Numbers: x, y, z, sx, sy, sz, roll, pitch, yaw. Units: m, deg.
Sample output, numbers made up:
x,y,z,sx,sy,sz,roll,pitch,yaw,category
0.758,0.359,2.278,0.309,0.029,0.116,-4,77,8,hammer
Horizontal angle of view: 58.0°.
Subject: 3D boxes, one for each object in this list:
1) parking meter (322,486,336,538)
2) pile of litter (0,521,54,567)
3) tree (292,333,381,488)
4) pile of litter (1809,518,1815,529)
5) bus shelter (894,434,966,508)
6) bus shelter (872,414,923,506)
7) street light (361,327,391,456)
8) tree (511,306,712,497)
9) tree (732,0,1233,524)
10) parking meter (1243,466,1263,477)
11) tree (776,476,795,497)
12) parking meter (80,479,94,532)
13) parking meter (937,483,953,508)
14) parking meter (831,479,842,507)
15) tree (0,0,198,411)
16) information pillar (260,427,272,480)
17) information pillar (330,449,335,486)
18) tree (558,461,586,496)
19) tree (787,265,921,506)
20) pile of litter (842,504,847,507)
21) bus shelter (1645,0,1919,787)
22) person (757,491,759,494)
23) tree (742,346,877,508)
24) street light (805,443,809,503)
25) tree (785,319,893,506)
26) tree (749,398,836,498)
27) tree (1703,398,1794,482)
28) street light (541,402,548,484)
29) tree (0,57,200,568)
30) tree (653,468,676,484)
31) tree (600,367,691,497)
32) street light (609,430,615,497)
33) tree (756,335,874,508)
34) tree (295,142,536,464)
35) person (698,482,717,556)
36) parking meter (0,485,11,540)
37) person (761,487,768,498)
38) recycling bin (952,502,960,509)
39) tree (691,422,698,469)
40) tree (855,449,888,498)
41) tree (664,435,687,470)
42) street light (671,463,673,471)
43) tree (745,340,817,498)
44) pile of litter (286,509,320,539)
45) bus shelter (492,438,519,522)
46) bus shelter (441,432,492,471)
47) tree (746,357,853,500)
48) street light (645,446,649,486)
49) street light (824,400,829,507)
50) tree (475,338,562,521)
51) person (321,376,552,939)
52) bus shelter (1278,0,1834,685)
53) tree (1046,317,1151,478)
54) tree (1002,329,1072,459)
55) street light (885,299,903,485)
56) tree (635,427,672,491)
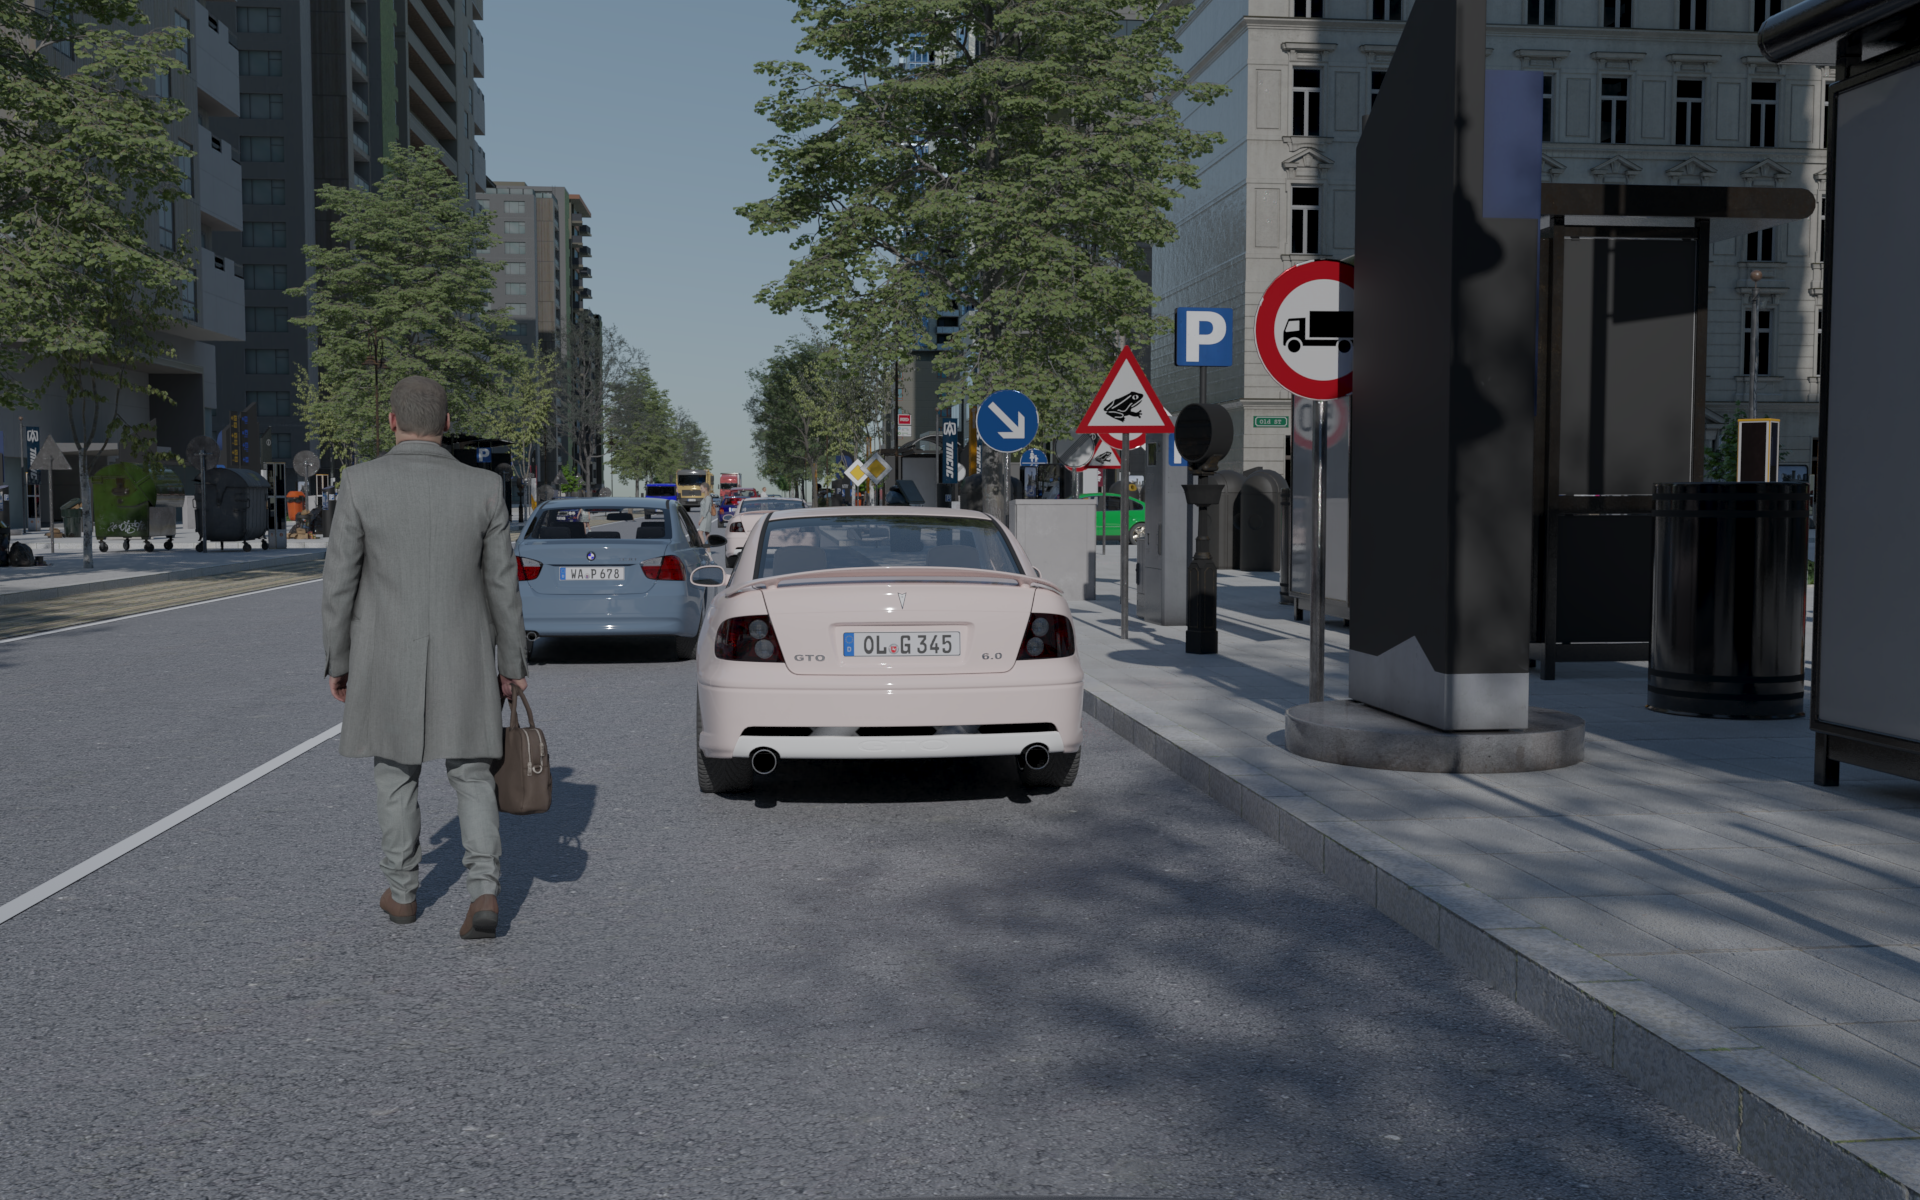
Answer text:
x,y,z,sx,sy,sz,roll,pitch,yaw,category
-18.649,-2.616,51.188,0.372,1.533,0.369,0,3,0,parking meter
-17.056,-1.019,30.634,1.719,0.858,1.176,-1,4,-10,pile of litter
-27.043,-7.691,76.109,4.737,8.622,4.395,0,3,0,tree
31.003,-3.033,63.558,1.176,0.858,1.719,-1,4,-12,pile of litter
-1.110,-4.124,61.350,2.014,3.302,5.546,0,4,-7,bus shelter
-3.204,-6.514,84.140,2.179,5.291,8.768,0,4,-7,bus shelter
-16.159,-4.604,48.057,0.468,5.910,1.993,0,4,-6,street light
-24.616,-12.456,114.025,12.009,13.543,11.850,0,3,0,tree
0.380,-6.641,26.715,7.486,12.596,7.792,0,3,0,tree
6.217,-1.906,36.876,0.399,1.863,0.255,3,5,40,parking meter
-23.150,-15.115,230.835,4.285,4.588,4.351,0,3,0,tree
-29.288,-3.206,58.130,0.399,1.863,0.255,-2,4,-30,parking meter
-0.367,-2.018,41.398,0.372,1.533,0.369,0,3,0,parking meter
-4.697,-3.686,65.984,0.399,1.863,0.255,-3,5,-43,parking meter
-13.772,-6.364,22.175,7.486,12.596,7.792,0,3,0,tree
-23.983,-4.195,59.948,0.183,3.616,0.504,1,4,17,information pillar
-32.368,-5.996,89.394,0.183,3.616,0.504,-2,4,-34,information pillar
-22.784,-6.469,100.377,1.663,3.219,1.824,0,3,0,tree
-2.982,-6.382,54.702,4.360,8.622,3.978,0,3,0,tree
-5.121,-3.833,76.631,1.719,0.858,1.176,1,4,13,pile of litter
4.730,-1.744,6.144,2.179,5.291,8.768,0,4,-7,bus shelter
-27.211,-13.776,233.364,1.348,1.869,0.705,2,4,23,person
-9.167,-10.674,108.925,8.767,10.594,7.601,-2,4,-29,tree
-10.893,-9.151,122.405,0.468,5.910,1.993,0,4,-6,street light
-4.462,-7.252,68.936,4.737,8.622,4.395,0,3,0,tree
-16.663,-15.833,175.882,9.611,12.733,9.660,0,3,0,tree
15.773,-2.491,35.332,1.663,3.219,1.824,0,3,0,tree
-20.623,-6.934,86.166,0.468,5.910,1.993,0,4,-6,street light
-14.980,-4.839,29.474,4.737,8.622,4.395,0,3,0,tree
-33.917,-13.167,198.988,4.285,4.588,4.351,0,3,0,tree
-28.622,-14.434,154.124,7.486,12.596,7.792,0,3,0,tree
-24.908,-9.244,123.925,0.468,5.910,1.993,0,4,-6,street light
-11.479,-14.149,137.988,9.857,13.997,8.962,0,3,0,tree
-17.753,-8.439,56.111,7.486,12.596,7.792,0,3,0,tree
-5.880,-1.869,40.063,0.522,1.701,0.512,-1,4,-15,person
-26.527,-2.419,47.962,0.372,1.533,0.369,0,3,0,parking meter
-10.037,-4.870,88.348,0.641,1.798,0.478,3,4,37,person
-0.019,-2.779,57.991,0.722,1.027,0.722,2,4,34,recycling bin
-33.363,-16.309,184.779,7.486,12.596,7.792,0,3,0,tree
-4.141,-4.873,74.274,1.663,3.219,1.824,0,3,0,tree
-35.830,-16.006,212.059,4.737,8.622,4.395,0,3,0,tree
-34.371,-14.292,206.460,0.468,5.910,1.993,0,4,-6,street light
-20.110,-21.867,213.411,12.611,20.169,13.585,0,3,0,tree
-18.909,-2.165,49.370,1.176,0.858,1.719,-3,5,-42,pile of litter
-20.524,-5.159,75.631,1.731,3.624,6.357,0,4,-7,bus shelter
-20.048,-4.730,68.615,1.731,3.624,6.357,0,4,-7,bus shelter
-13.842,-14.739,151.349,12.009,13.543,11.850,0,3,0,tree
-29.354,-11.592,162.311,0.468,5.910,1.993,0,4,-6,street light
-6.464,-6.820,84.291,0.468,5.910,1.993,0,4,-6,street light
-20.740,-8.045,81.893,4.737,8.622,4.395,0,3,0,tree
-1.726,0.178,5.685,0.694,1.812,0.767,-1,4,-23,person
4.342,-2.352,16.087,2.179,5.291,8.768,0,4,-6,bus shelter
5.232,-7.186,67.853,4.360,8.622,3.978,0,3,0,tree
2.825,-7.536,73.575,4.737,8.622,4.395,0,3,0,tree
-1.493,-4.162,40.833,0.468,5.910,1.993,0,4,-6,street light
-29.908,-13.260,167.166,4.360,8.622,3.978,0,3,0,tree
